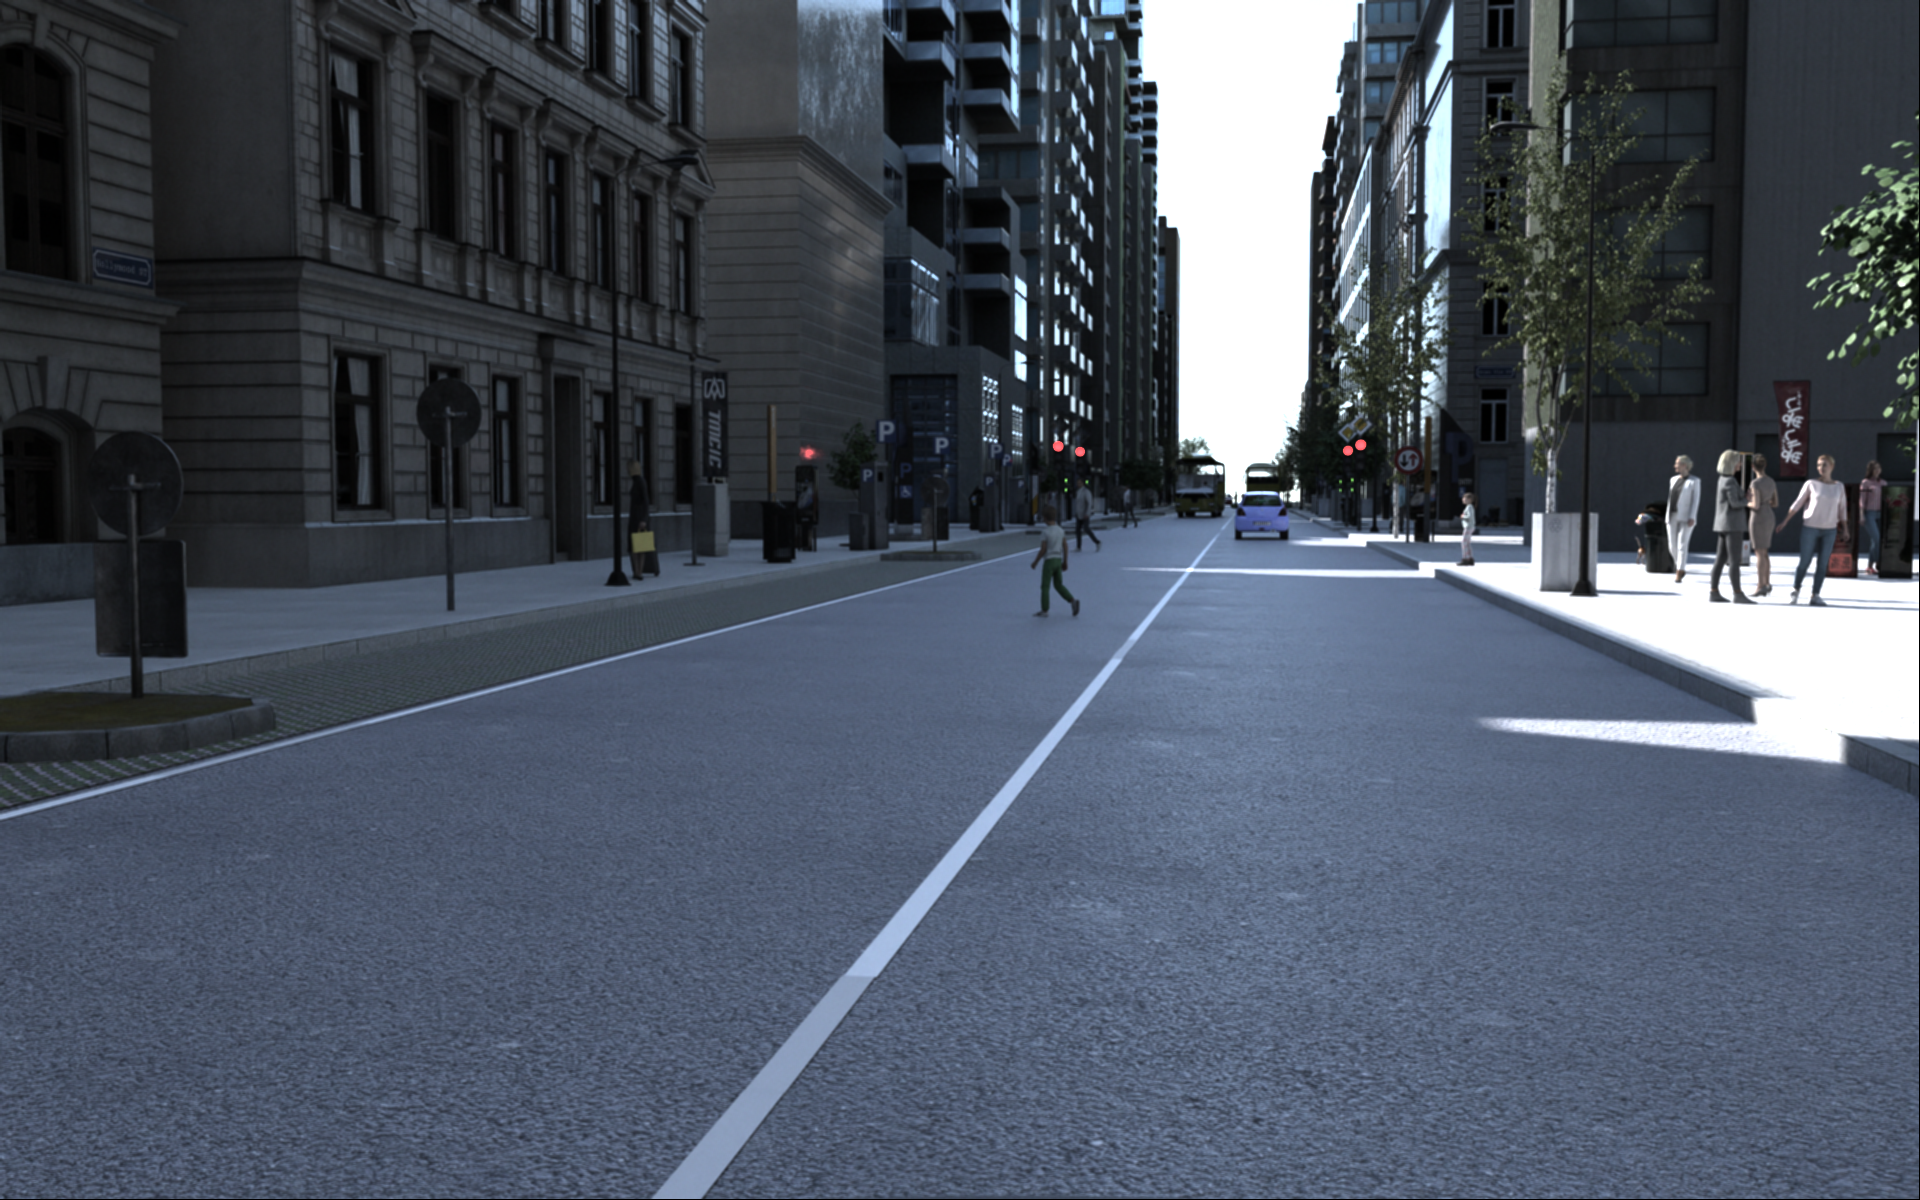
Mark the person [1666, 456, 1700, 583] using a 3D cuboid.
[{"bbox_3d":[10.549,-1.183,25.265,0.514,1.842,0.818,3,4,37],"label":"person"}]

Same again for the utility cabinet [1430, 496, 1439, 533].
[{"bbox_3d":[16.136,-2.854,57.828,1.020,1.237,0.306,0,4,6],"label":"utility cabinet"}]

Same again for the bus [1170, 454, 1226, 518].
[{"bbox_3d":[15.194,-7.200,109.266,2.896,3.916,12.252,1,4,11],"label":"bus"}]

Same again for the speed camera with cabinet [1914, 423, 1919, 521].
[{"bbox_3d":[8.804,-1.204,14.030,0.660,3.252,2.038,-1,4,-18],"label":"speed camera with cabinet"}]

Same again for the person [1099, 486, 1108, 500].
[{"bbox_3d":[10.374,-7.375,126.400,0.755,1.850,0.659,-2,4,-32],"label":"person"}]

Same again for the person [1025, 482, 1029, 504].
[{"bbox_3d":[3.186,-4.881,85.209,0.474,1.900,0.648,0,4,1],"label":"person"}]

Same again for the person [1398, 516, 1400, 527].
[{"bbox_3d":[17.377,-3.527,68.394,0.352,1.250,0.332,1,4,9],"label":"person"}]

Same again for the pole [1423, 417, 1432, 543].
[{"bbox_3d":[12.361,-3.177,45.787,0.158,3.312,0.155,0,3,0],"label":"pole"}]

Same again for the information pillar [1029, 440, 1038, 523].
[{"bbox_3d":[3.213,-5.168,75.849,0.504,3.616,0.183,-3,5,-45],"label":"information pillar"}]

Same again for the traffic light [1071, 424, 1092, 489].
[{"bbox_3d":[4.881,-4.945,69.779,0.839,4.253,0.868,1,4,10],"label":"traffic light"}]

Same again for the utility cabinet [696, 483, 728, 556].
[{"bbox_3d":[-5.189,-1.667,35.942,0.318,1.500,1.173,-2,4,-31],"label":"utility cabinet"}]

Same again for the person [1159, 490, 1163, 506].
[{"bbox_3d":[22.507,-11.392,193.214,0.541,1.710,0.530,2,4,25],"label":"person"}]

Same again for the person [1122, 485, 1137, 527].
[{"bbox_3d":[7.294,-4.015,74.246,0.679,1.850,0.850,-3,4,-38],"label":"person"}]

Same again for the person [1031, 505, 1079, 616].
[{"bbox_3d":[1.116,-0.457,20.218,0.590,1.304,0.306,2,4,32],"label":"person"}]

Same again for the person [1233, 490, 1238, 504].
[{"bbox_3d":[28.234,-10.328,177.359,0.705,1.824,1.348,2,4,24],"label":"person"}]

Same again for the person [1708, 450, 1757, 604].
[{"bbox_3d":[9.138,-0.869,20.431,0.526,1.800,0.537,2,4,23],"label":"person"}]

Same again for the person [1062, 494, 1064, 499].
[{"bbox_3d":[6.726,-6.394,110.774,0.728,1.800,0.709,1,4,20],"label":"person"}]

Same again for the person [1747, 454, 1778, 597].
[{"bbox_3d":[9.963,-0.931,21.602,0.599,1.781,0.374,-2,4,-35],"label":"person"}]

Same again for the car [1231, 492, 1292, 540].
[{"bbox_3d":[9.708,-2.827,55.805,1.945,1.707,3.694,1,4,9],"label":"car"}]

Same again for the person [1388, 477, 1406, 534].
[{"bbox_3d":[14.218,-3.069,56.245,0.620,1.820,0.660,-2,4,-35],"label":"person"}]

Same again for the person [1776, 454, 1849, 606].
[{"bbox_3d":[9.828,-0.817,20.077,0.731,1.740,0.598,0,4,0],"label":"person"}]

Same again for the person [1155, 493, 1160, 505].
[{"bbox_3d":[23.337,-12.019,202.489,0.705,1.831,1.348,-3,5,-41],"label":"person"}]

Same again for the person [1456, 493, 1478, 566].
[{"bbox_3d":[9.047,-1.260,30.928,0.394,1.301,0.425,0,4,1],"label":"person"}]

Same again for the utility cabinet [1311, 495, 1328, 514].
[{"bbox_3d":[23.607,-6.279,113.828,1.020,1.237,0.306,2,4,25],"label":"utility cabinet"}]

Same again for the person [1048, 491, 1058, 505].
[{"bbox_3d":[4.627,-4.833,85.894,0.563,1.720,0.643,0,4,3],"label":"person"}]

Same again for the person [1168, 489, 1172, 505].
[{"bbox_3d":[24.251,-11.862,200.006,0.705,1.821,1.348,0,4,-3],"label":"person"}]

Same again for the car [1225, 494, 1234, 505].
[{"bbox_3d":[30.707,-11.720,200.666,2.155,1.783,4.494,1,4,10],"label":"car"}]

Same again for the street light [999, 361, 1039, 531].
[{"bbox_3d":[1.928,-5.386,60.604,1.470,5.913,1.316,1,4,10],"label":"street light"}]

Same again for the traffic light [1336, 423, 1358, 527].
[{"bbox_3d":[15.201,-4.841,68.067,0.839,4.253,0.868,1,4,10],"label":"traffic light"}]

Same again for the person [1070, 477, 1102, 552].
[{"bbox_3d":[3.128,-2.128,43.144,0.795,1.843,0.661,-2,4,-25],"label":"person"}]

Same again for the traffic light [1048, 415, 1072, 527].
[{"bbox_3d":[3.558,-4.464,61.904,0.839,4.253,0.868,1,4,10],"label":"traffic light"}]

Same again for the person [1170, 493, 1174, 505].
[{"bbox_3d":[25.325,-12.159,208.099,1.065,1.426,0.557,3,5,43],"label":"person"}]

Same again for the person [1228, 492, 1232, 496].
[{"bbox_3d":[43.467,-16.631,280.433,1.348,1.822,0.705,0,3,0],"label":"person"}]

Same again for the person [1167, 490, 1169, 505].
[{"bbox_3d":[24.740,-12.141,205.260,0.721,1.735,1.217,1,4,12],"label":"person"}]

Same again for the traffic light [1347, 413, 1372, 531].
[{"bbox_3d":[13.878,-4.359,60.192,0.839,4.253,0.868,1,4,10],"label":"traffic light"}]

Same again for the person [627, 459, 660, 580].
[{"bbox_3d":[-4.809,-1.224,26.268,0.699,1.804,1.509,0,4,5],"label":"person"}]

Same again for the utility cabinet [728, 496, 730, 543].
[{"bbox_3d":[-6.581,-2.110,45.655,1.020,1.237,0.306,-2,4,-32],"label":"utility cabinet"}]

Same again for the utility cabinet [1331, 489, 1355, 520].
[{"bbox_3d":[18.386,-4.546,83.013,1.173,1.500,0.318,-1,4,-12],"label":"utility cabinet"}]

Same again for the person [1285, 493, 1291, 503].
[{"bbox_3d":[49.190,-15.502,260.057,0.990,1.755,0.434,3,4,36],"label":"person"}]

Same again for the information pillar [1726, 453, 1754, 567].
[{"bbox_3d":[13.855,-1.609,30.793,0.304,2.012,0.304,-3,4,-36],"label":"information pillar"}]

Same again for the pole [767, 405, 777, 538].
[{"bbox_3d":[-4.315,-2.811,39.797,0.158,3.312,0.155,0,3,0],"label":"pole"}]

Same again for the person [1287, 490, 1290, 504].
[{"bbox_3d":[37.164,-11.550,195.694,0.445,1.727,0.742,-1,4,-20],"label":"person"}]

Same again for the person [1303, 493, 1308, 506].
[{"bbox_3d":[38.142,-11.180,192.020,0.799,1.438,0.628,0,4,-8],"label":"person"}]

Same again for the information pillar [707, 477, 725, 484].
[{"bbox_3d":[-5.385,-2.066,38.266,0.304,2.012,0.304,-2,4,-34],"label":"information pillar"}]

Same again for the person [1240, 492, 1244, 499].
[{"bbox_3d":[48.946,-17.805,300.169,0.990,1.755,0.434,-1,4,-16],"label":"person"}]

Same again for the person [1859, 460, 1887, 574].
[{"bbox_3d":[14.596,-1.321,27.656,0.555,1.821,0.388,-1,4,-21],"label":"person"}]

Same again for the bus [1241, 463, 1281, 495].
[{"bbox_3d":[23.404,-8.751,134.623,2.896,3.916,12.252,1,4,8],"label":"bus"}]
